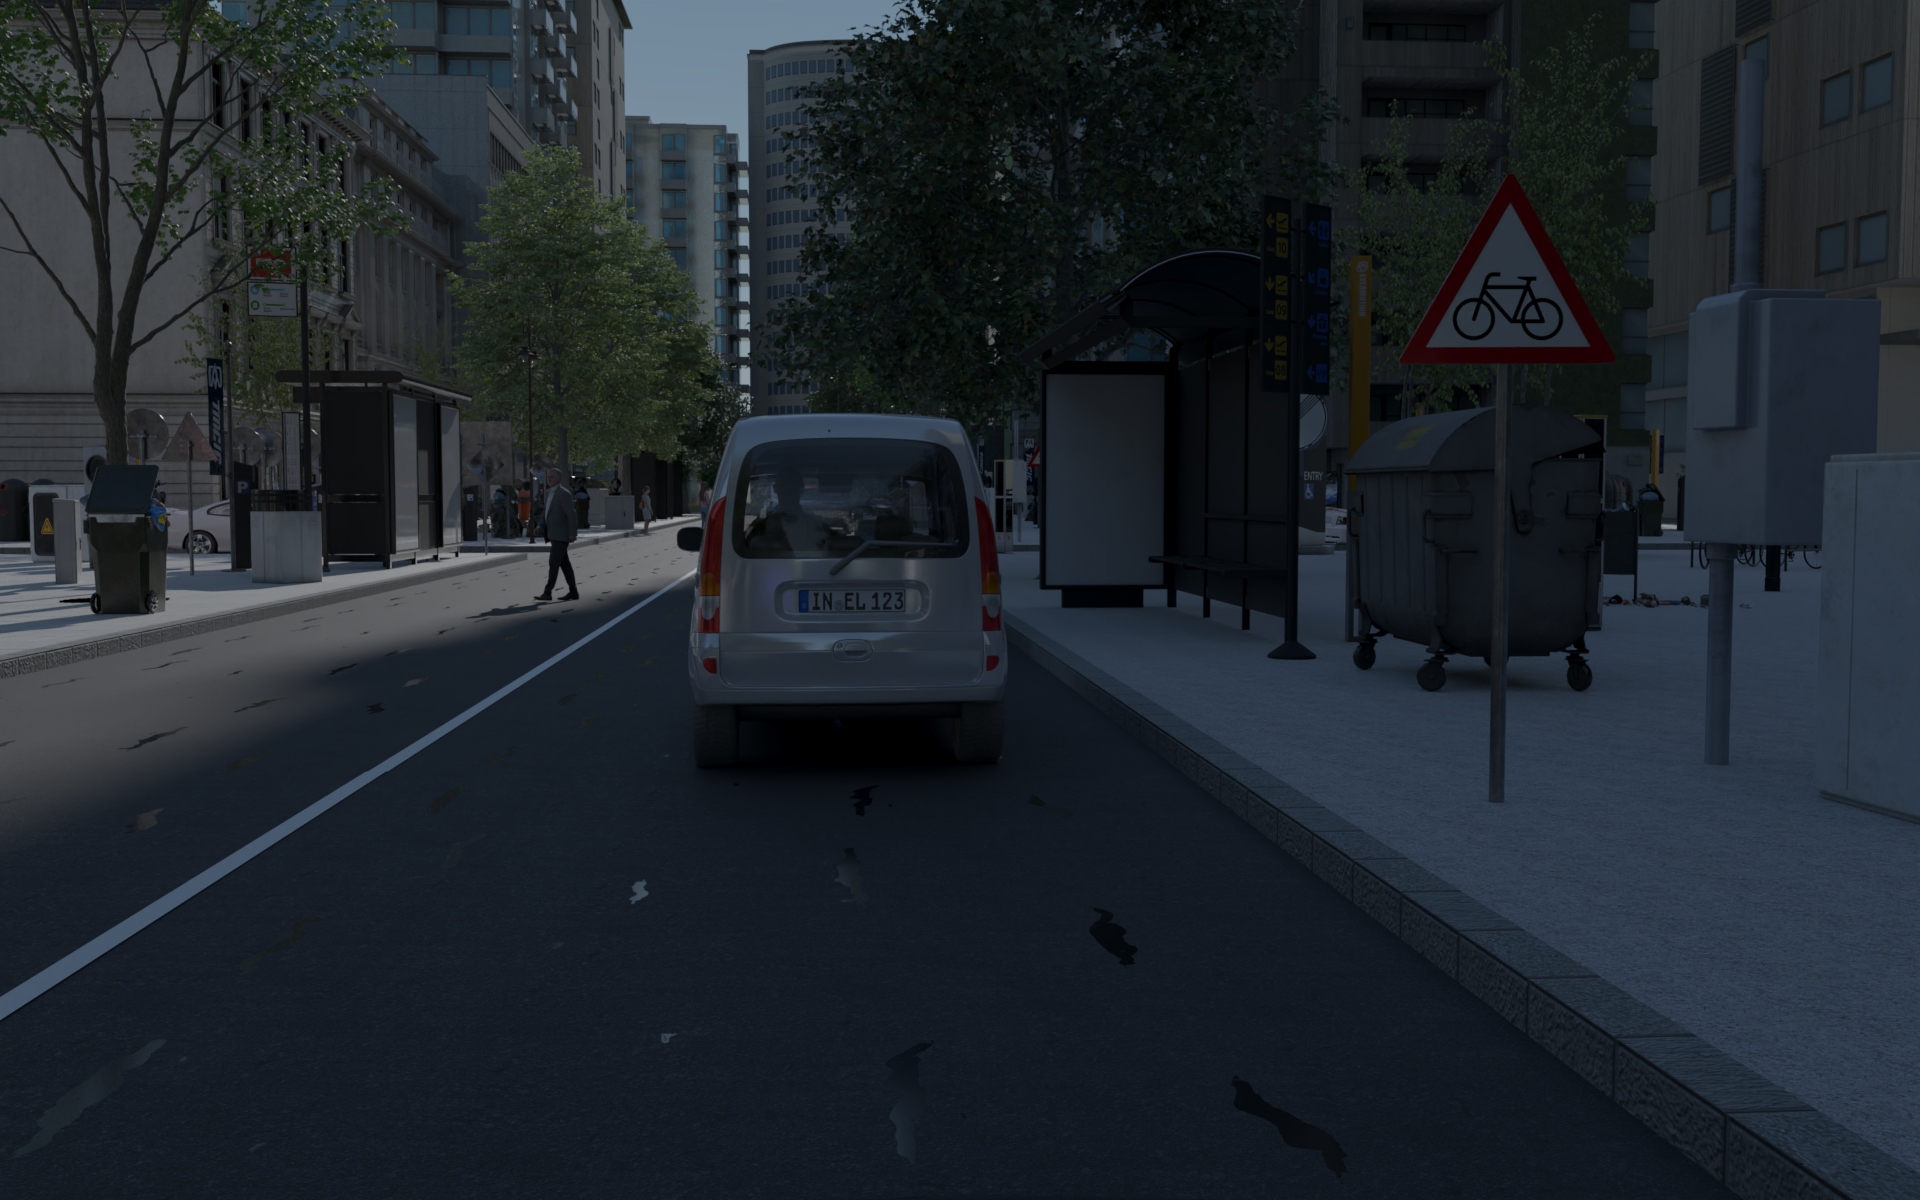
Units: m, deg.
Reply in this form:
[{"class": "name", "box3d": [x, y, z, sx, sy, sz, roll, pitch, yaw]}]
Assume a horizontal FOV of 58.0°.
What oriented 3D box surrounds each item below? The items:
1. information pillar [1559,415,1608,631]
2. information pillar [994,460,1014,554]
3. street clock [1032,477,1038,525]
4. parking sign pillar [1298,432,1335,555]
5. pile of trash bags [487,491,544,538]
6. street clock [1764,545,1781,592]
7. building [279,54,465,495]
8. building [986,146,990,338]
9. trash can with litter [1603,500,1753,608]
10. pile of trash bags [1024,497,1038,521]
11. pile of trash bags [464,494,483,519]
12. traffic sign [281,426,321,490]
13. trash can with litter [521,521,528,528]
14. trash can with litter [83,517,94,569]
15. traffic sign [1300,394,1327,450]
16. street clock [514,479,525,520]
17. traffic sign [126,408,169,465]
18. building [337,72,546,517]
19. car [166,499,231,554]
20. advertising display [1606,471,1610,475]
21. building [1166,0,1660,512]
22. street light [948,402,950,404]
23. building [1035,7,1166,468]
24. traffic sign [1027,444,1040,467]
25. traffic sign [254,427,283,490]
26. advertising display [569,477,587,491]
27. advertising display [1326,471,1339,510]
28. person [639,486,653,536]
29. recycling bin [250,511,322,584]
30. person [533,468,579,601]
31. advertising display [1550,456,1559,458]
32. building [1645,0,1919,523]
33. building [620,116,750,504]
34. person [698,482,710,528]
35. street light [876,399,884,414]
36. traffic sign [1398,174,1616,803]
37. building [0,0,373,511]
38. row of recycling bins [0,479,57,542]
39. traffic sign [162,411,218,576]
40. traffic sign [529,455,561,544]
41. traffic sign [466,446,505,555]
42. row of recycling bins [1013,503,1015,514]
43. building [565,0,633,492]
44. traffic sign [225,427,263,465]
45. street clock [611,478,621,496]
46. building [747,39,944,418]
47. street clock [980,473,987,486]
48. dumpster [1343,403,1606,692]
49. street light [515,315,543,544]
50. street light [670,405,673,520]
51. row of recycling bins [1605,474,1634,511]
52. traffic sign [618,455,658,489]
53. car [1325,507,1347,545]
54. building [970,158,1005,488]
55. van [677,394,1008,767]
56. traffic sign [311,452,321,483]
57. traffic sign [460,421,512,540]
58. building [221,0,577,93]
[{"class": "information pillar", "box3d": [5.829, -0.719, 16.256, 0.304, 2.012, 0.304, -1, 4, -22]}, {"class": "information pillar", "box3d": [0.945, -2.010, 37.353, 0.304, 2.012, 0.304, 3, 5, 40]}, {"class": "street clock", "box3d": [3.170, -4.151, 72.443, 0.358, 2.002, 0.471, -1, 4, -12]}, {"class": "parking sign pillar", "box3d": [7.299, -2.971, 37.045, 1.447, 3.967, 1.447, -3, 5, -44]}, {"class": "pile of trash bags", "box3d": [-13.191, -2.597, 52.218, 1.912, 1.369, 3.447, -1, 4, -13]}, {"class": "street clock", "box3d": [10.730, -1.116, 22.815, 0.358, 2.002, 0.471, 2, 4, 26]}, {"class": "building", "box3d": [-33.527, -14.911, 85.592, 13.314, 21.916, 24.055, 0, 4, -5]}, {"class": "building", "box3d": [5.581, -30.281, 178.696, 14.154, 41.232, 14.086, 0, 4, -5]}, {"class": "trash can with litter", "box3d": [7.899, -0.543, 19.944, 2.233, 1.210, 1.678, 3, 4, 38]}, {"class": "pile of trash bags", "box3d": [4.508, -4.357, 80.987, 1.912, 1.369, 3.447, -2, 4, -30]}, {"class": "pile of trash bags", "box3d": [-25.042, -4.824, 88.632, 1.912, 1.369, 3.447, 0, 4, -8]}, {"class": "traffic sign", "box3d": [-12.335, -1.977, 32.429, 0.768, 2.556, 0.104, 0, 4, 4]}, {"class": "trash can with litter", "box3d": [-16.600, -3.273, 64.906, 1.055, 1.170, 0.624, 1, 4, 13]}, {"class": "trash can with litter", "box3d": [-14.383, -1.112, 29.571, 1.055, 1.170, 0.624, 1, 4, 9]}, {"class": "traffic sign", "box3d": [3.887, -1.232, 20.251, 0.768, 2.556, 0.104, 0, 4, 2]}, {"class": "street clock", "box3d": [-20.845, -4.732, 81.940, 0.471, 2.002, 0.358, 0, 4, 7]}, {"class": "traffic sign", "box3d": [-12.142, -1.569, 25.760, 0.768, 2.556, 0.104, 0, 4, 3]}, {"class": "building", "box3d": [-33.464, -17.707, 107.536, 12.078, 24.808, 19.932, 0, 4, -5]}, {"class": "car", "box3d": [-15.360, -1.620, 38.853, 4.827, 1.381, 2.083, 0, 4, -4]}, {"class": "advertising display", "box3d": [18.163, -2.709, 49.499, 0.123, 1.923, 0.974, -1, 4, -22]}, {"class": "building", "box3d": [15.818, -17.877, 63.984, 14.107, 30.474, 14.160, 0, 4, -5]}, {"class": "street light", "box3d": [-0.212, -3.879, 36.212, 0.468, 5.910, 1.993, 0, 4, -5]}, {"class": "building", "box3d": [17.257, -29.738, 105.823, 23.786, 49.044, 30.456, 0, 4, -5]}, {"class": "traffic sign", "box3d": [1.762, -2.093, 34.218, 0.884, 2.594, 0.081, 0, 4, 5]}, {"class": "traffic sign", "box3d": [-13.293, -2.018, 33.098, 0.768, 2.556, 0.104, 0, 4, -2]}, {"class": "advertising display", "box3d": [-14.463, -3.648, 64.866, 0.974, 1.923, 0.123, -2, 4, -32]}, {"class": "advertising display", "box3d": [10.091, -2.641, 48.387, 0.974, 1.923, 0.123, 2, 4, 24]}, {"class": "person", "box3d": [-10.806, -3.071, 59.708, 0.522, 1.701, 0.512, -2, 4, -35]}, {"class": "recycling bin", "box3d": [-9.780, -0.770, 25.150, 0.722, 1.027, 0.722, 2, 4, 35]}, {"class": "person", "box3d": [-5.449, -0.875, 23.197, 0.661, 1.777, 0.834, 3, 5, 40]}, {"class": "advertising display", "box3d": [7.772, -1.128, 23.660, 0.974, 1.923, 0.123, -1, 4, -12]}, {"class": "building", "box3d": [43.944, -29.565, 72.623, 27.495, 52.752, 28.713, 0, 4, -5]}, {"class": "building", "box3d": [-42.283, -36.837, 221.898, 30.456, 49.044, 23.786, 0, 4, -5]}, {"class": "person", "box3d": [-8.163, -2.883, 55.649, 0.555, 1.821, 0.388, 2, 4, 26]}, {"class": "street light", "box3d": [-3.612, -6.401, 77.440, 0.468, 5.910, 1.993, 0, 4, -5]}, {"class": "traffic sign", "box3d": [2.235, -0.437, 7.143, 0.884, 2.594, 0.081, 0, 4, 0]}, {"class": "building", "box3d": [-29.145, -12.148, 63.248, 10.561, 19.102, 19.286, 0, 4, -5]}, {"class": "row of recycling bins", "box3d": [-26.107, -2.435, 46.926, 3.534, 1.692, 1.069, 0, 4, 3]}, {"class": "traffic sign", "box3d": [-12.102, -1.665, 27.224, 0.884, 2.594, 0.081, 0, 3, 0]}, {"class": "traffic sign", "box3d": [-10.558, -2.474, 44.099, 0.795, 2.450, 0.064, 0, 4, -5]}, {"class": "traffic sign", "box3d": [-9.897, -1.988, 36.141, 0.795, 2.450, 0.064, 0, 4, -5]}, {"class": "row of recycling bins", "box3d": [2.319, -6.330, 110.604, 1.069, 1.692, 3.534, -2, 4, -34]}, {"class": "building", "box3d": [-46.631, -35.316, 166.657, 27.495, 52.752, 28.713, 0, 4, -5]}, {"class": "traffic sign", "box3d": [-13.550, -1.996, 32.735, 0.768, 2.556, 0.104, 0, 4, 4]}, {"class": "street clock", "box3d": [-15.858, -4.609, 79.931, 0.471, 2.002, 0.358, -1, 4, -11]}, {"class": "building", "box3d": [-12.924, -41.673, 223.347, 28.212, 58.520, 21.231, 0, 4, -5]}, {"class": "street clock", "box3d": [0.693, -3.385, 59.921, 0.358, 2.002, 0.471, -3, 5, -41]}, {"class": "dumpster", "box3d": [3.515, -0.377, 11.927, 1.264, 1.857, 1.865, 0, 4, -5]}, {"class": "street light", "box3d": [-11.097, -4.402, 44.760, 0.468, 5.910, 1.993, 0, 4, -5]}, {"class": "street light", "box3d": [-14.547, -6.991, 87.090, 0.468, 5.910, 1.993, 0, 4, -5]}, {"class": "row of recycling bins", "box3d": [13.084, -1.726, 35.338, 1.069, 1.692, 3.534, 2, 4, 27]}, {"class": "traffic sign", "box3d": [-16.595, -5.870, 89.844, 2.265, 3.308, 0.079, 0, 4, -4]}, {"class": "car", "box3d": [11.153, -1.790, 41.629, 4.827, 1.381, 2.083, 0, 4, -4]}, {"class": "building", "box3d": [12.228, -51.536, 155.285, 22.319, 86.520, 31.000, 0, 4, -5]}, {"class": "van", "box3d": [-0.739, -0.216, 10.536, 2.013, 2.044, 4.112, 0, 4, -6]}, {"class": "traffic sign", "box3d": [-13.483, -2.098, 36.424, 0.606, 2.300, 0.079, 0, 4, 5]}, {"class": "traffic sign", "box3d": [-13.694, -3.346, 48.587, 2.265, 3.308, 0.079, 0, 4, 3]}, {"class": "building", "box3d": [-41.377, -31.326, 131.792, 23.786, 49.044, 30.456, 0, 4, -5]}]
